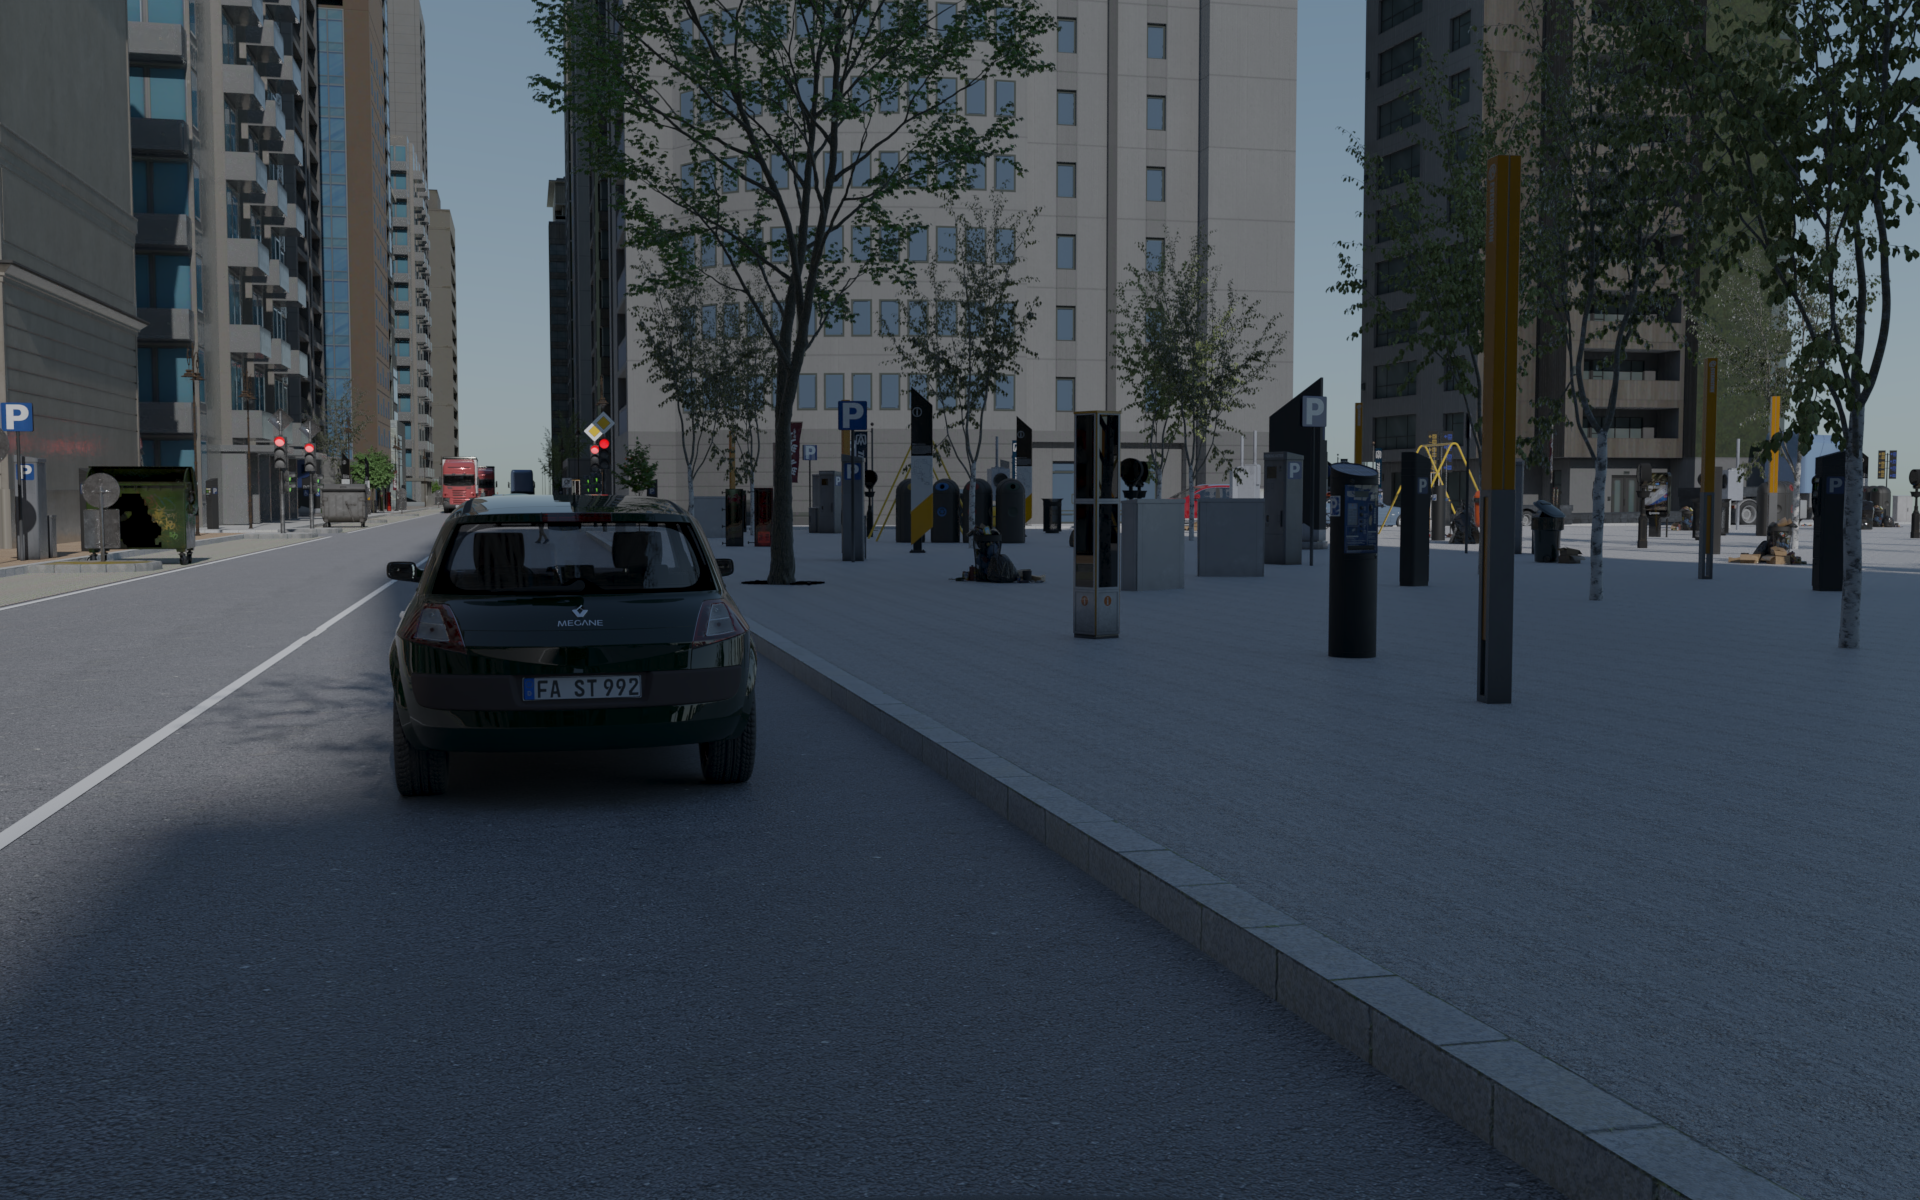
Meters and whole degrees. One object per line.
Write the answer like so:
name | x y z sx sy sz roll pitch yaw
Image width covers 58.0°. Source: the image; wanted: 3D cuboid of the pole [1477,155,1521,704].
pole | 3.289 -1.023 10.567 0.158 3.312 0.155 0 3 0

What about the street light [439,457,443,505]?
street light | -62.580 -14.455 209.125 0.468 5.910 1.993 -1 4 -14

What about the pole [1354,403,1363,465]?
pole | 8.888 -2.744 38.704 0.158 3.312 0.155 0 3 0

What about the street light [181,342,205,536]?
street light | -23.405 -4.906 52.996 0.468 5.910 1.993 -1 4 -14

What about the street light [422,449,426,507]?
street light | -53.836 -12.320 174.218 0.468 5.910 1.993 -1 4 -14

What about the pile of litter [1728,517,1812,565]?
pile of litter | 14.958 -1.101 31.966 1.176 0.858 1.719 0 4 -4

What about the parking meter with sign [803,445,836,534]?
parking meter with sign | -4.215 -3.685 56.509 1.738 3.016 0.543 3 4 37

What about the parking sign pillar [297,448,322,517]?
parking sign pillar | -37.018 -6.722 98.379 1.447 3.967 1.447 1 4 21

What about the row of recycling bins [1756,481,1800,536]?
row of recycling bins | 25.452 -2.866 53.965 1.069 1.692 3.534 2 4 33

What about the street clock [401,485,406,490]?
street clock | -43.846 -8.071 136.524 0.358 2.002 0.471 -2 4 -31

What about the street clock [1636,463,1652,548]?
street clock | 16.159 -2.226 40.960 0.358 2.002 0.471 0 4 5

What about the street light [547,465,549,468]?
street light | -50.485 -14.719 213.444 0.468 5.910 1.993 -1 4 -14

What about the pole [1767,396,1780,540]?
pole | 17.028 -2.595 36.268 0.158 3.312 0.155 0 3 0

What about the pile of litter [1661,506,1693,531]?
pile of litter | 25.499 -2.864 60.791 1.719 0.858 1.176 3 4 37

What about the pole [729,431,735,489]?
pole | -7.344 -3.794 55.881 0.158 3.312 0.155 0 3 0

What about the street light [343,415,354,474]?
street light | -34.887 -7.715 98.920 0.468 5.910 1.993 -1 4 -14

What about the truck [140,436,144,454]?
truck | -32.502 -4.187 57.377 11.283 4.237 2.839 -1 4 -12

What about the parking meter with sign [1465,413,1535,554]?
parking meter with sign | 11.725 -2.497 37.085 1.738 3.016 0.543 1 4 19

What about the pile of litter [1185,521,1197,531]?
pile of litter | 8.276 -2.855 60.639 1.176 0.858 1.719 0 4 7

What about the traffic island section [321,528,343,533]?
traffic island section | -24.054 -2.567 64.244 2.009 0.180 2.903 -1 4 -14

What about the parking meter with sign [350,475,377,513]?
parking meter with sign | -41.005 -7.508 119.019 1.738 3.016 0.543 -1 4 -18

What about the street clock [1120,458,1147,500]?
street clock | 3.424 -1.846 34.754 0.471 2.002 0.358 1 4 17

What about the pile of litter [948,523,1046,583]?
pile of litter | 0.551 -0.707 25.530 1.176 0.858 1.719 -2 4 -27

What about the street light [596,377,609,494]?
street light | -14.108 -5.842 68.307 0.468 5.910 1.993 -1 4 -14

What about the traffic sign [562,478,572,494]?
traffic sign | -25.147 -6.651 110.869 0.606 2.300 0.079 -1 4 -11

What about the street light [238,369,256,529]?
street light | -26.204 -5.568 63.823 0.468 5.910 1.993 -1 4 -14

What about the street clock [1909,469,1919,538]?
street clock | 27.672 -2.786 50.118 0.358 2.002 0.471 0 4 -2

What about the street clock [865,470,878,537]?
street clock | -2.687 -2.870 51.498 0.471 2.002 0.358 0 4 3

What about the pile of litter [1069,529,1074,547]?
pile of litter | 3.289 -1.723 42.135 1.176 0.858 1.719 3 5 40

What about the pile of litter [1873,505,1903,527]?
pile of litter | 35.516 -3.247 67.056 1.176 0.858 1.719 -3 5 -44

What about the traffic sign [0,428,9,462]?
traffic sign | -17.493 -1.899 31.148 0.768 2.556 0.104 -1 4 -8

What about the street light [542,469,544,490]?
street light | -62.043 -17.505 258.988 0.468 5.910 1.993 -1 4 -14

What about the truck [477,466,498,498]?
truck | -48.307 -11.387 175.083 2.839 4.237 11.283 -1 4 -16

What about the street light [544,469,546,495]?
street light | -53.179 -15.372 224.111 0.468 5.910 1.993 -1 4 -14

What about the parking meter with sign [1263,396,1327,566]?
parking meter with sign | 5.909 -2.162 31.607 0.543 3.016 1.738 -2 4 -27

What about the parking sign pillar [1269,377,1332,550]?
parking sign pillar | 7.898 -3.183 40.517 1.447 3.967 1.447 2 4 35

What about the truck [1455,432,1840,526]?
truck | 29.866 -5.093 73.027 18.799 4.110 2.967 -1 4 -15

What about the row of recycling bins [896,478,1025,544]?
row of recycling bins | -0.001 -2.355 45.614 3.534 1.692 1.069 1 4 13

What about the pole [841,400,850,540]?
pole | -2.472 -2.671 37.520 0.158 3.312 0.155 0 3 0

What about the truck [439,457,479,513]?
truck | -38.067 -8.754 132.040 2.839 4.237 11.283 -1 4 -15

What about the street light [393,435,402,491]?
street light | -44.823 -10.135 138.500 0.468 5.910 1.993 -1 4 -14

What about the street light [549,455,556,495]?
street light | -41.857 -12.582 178.508 0.468 5.910 1.993 -1 4 -14

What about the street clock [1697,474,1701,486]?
street clock | 24.731 -3.236 57.484 0.471 2.002 0.358 0 4 8

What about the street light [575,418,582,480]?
street light | -22.745 -7.979 103.240 0.468 5.910 1.993 -1 4 -14

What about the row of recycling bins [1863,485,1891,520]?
row of recycling bins | 44.184 -4.721 84.295 1.069 1.692 3.534 0 4 3

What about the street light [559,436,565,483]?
street light | -33.012 -10.449 143.626 0.468 5.910 1.993 -1 4 -14

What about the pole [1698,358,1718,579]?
pole | 11.250 -1.970 26.046 0.158 3.312 0.155 0 3 0

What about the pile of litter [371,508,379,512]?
pile of litter | -42.170 -6.682 123.213 1.719 0.858 1.176 -1 4 -22

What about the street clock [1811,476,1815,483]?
street clock | 32.515 -3.734 65.622 0.471 2.002 0.358 -1 4 -9

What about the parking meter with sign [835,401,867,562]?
parking meter with sign | -2.024 -2.264 33.275 0.543 3.016 1.738 0 4 -1

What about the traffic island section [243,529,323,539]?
traffic island section | -22.106 -2.093 56.499 2.009 0.180 2.903 -1 4 -14

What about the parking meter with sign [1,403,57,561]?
parking meter with sign | -18.164 -2.302 33.896 0.543 3.016 1.738 -1 4 -13
